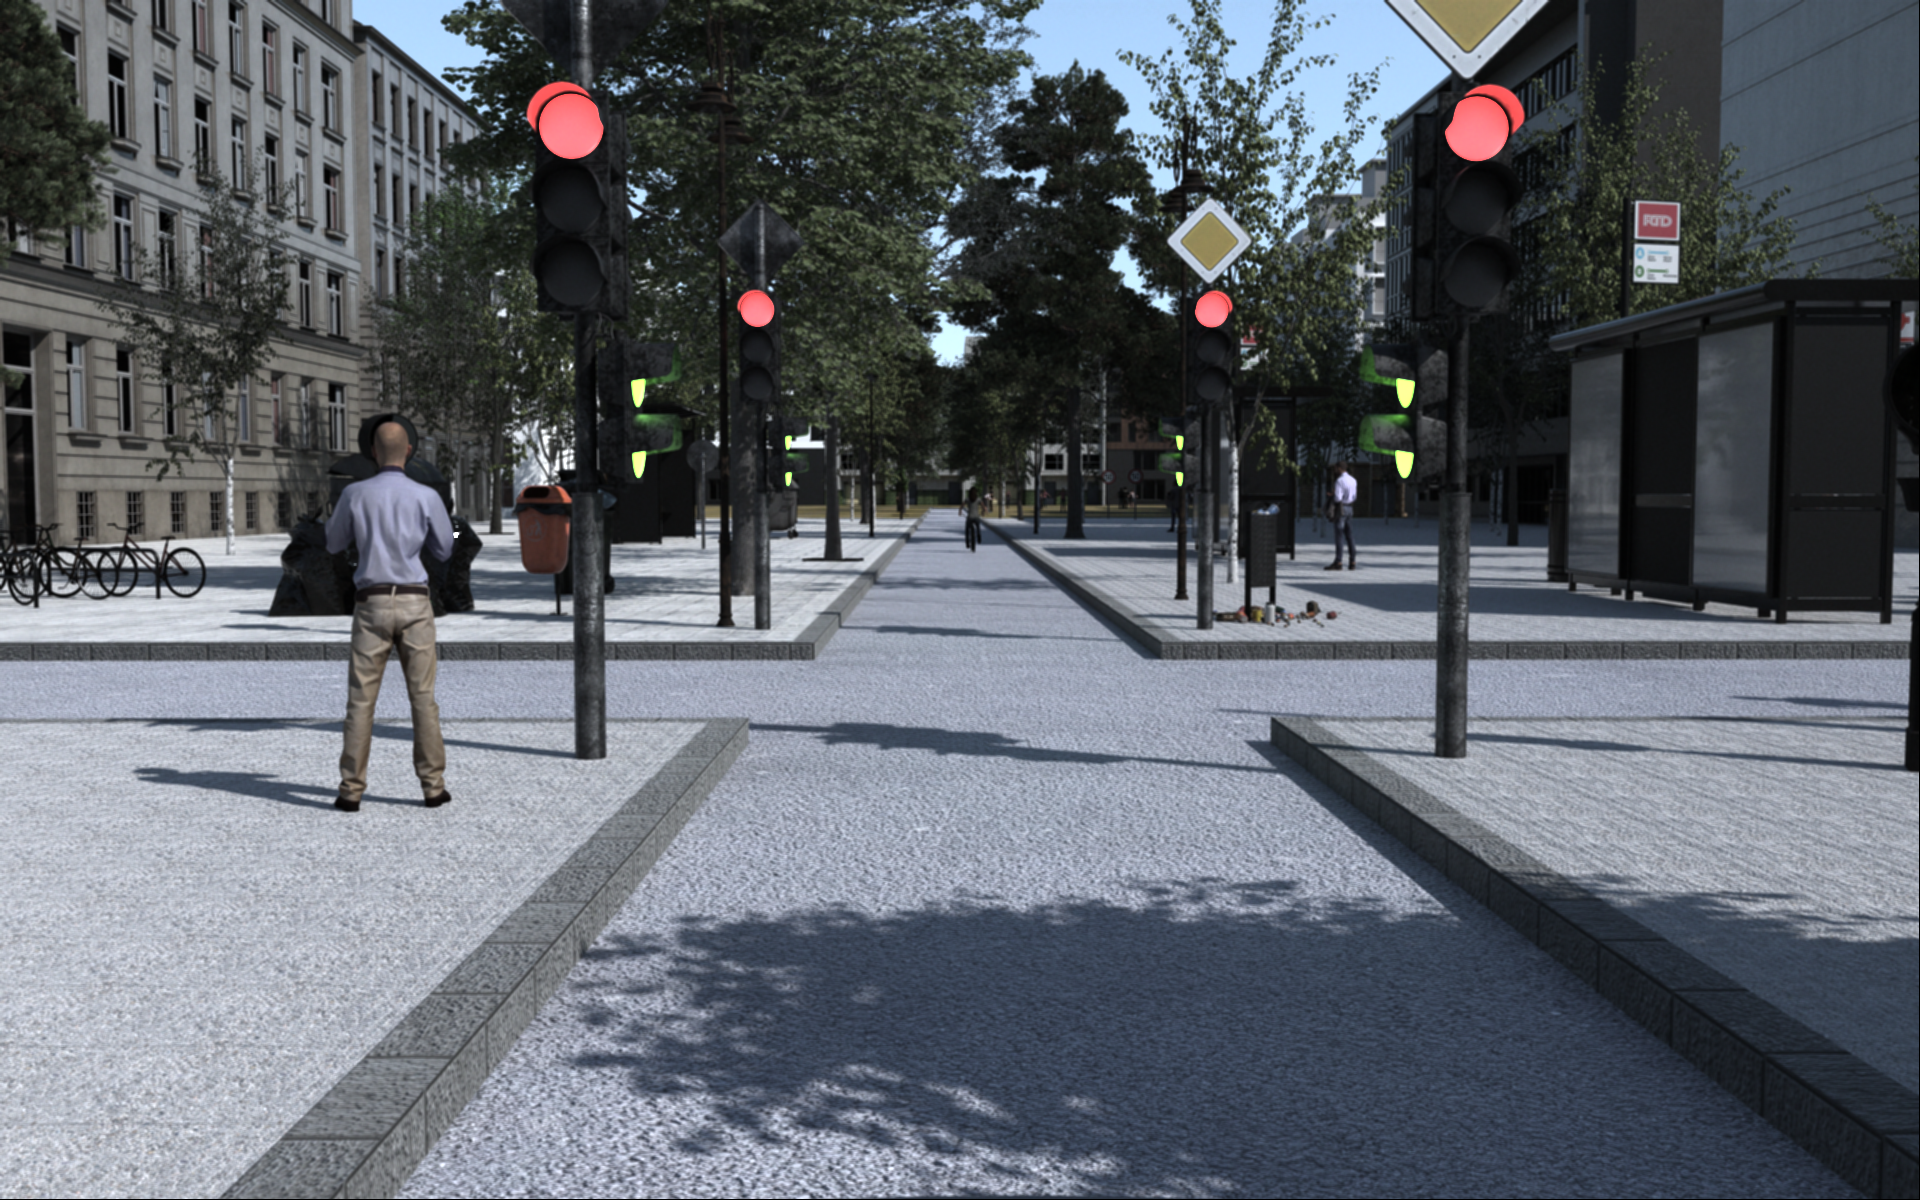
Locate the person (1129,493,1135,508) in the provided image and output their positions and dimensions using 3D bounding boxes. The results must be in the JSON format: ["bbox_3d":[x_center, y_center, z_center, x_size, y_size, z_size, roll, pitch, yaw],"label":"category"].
[{"bbox_3d":[16.337,-9.444,163.642,0.799,1.438,0.628,0,4,4],"label":"person"}]

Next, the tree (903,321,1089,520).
[{"bbox_3d":[2.837,-9.167,84.288,8.767,10.594,7.601,-2,4,-24],"label":"tree"}]

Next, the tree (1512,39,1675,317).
[{"bbox_3d":[11.071,-4.782,28.553,4.737,8.622,4.395,0,3,0],"label":"tree"}]

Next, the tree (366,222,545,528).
[{"bbox_3d":[-13.793,-5.855,46.093,4.360,8.622,3.978,0,3,0],"label":"tree"}]

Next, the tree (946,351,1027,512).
[{"bbox_3d":[1.836,-12.426,125.222,6.751,12.117,7.091,0,3,0],"label":"tree"}]

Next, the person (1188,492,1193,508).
[{"bbox_3d":[20.891,-9.142,156.430,0.541,1.710,0.530,1,4,10],"label":"person"}]

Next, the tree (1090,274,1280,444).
[{"bbox_3d":[9.705,-8.130,67.338,7.601,10.594,8.767,1,4,15],"label":"tree"}]

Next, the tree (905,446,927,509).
[{"bbox_3d":[-4.461,-12.097,148.150,4.360,8.622,3.978,0,3,0],"label":"tree"}]

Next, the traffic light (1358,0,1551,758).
[{"bbox_3d":[2.382,-1.169,8.362,0.839,4.213,0.868,0,4,-1],"label":"traffic light"}]

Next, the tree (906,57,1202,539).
[{"bbox_3d":[3.072,-8.700,49.674,7.806,13.903,7.818,0,3,0],"label":"tree"}]

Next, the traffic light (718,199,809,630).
[{"bbox_3d":[-1.852,-1.654,16.293,0.839,4.213,0.868,0,4,-1],"label":"traffic light"}]

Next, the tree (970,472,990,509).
[{"bbox_3d":[1.873,-9.589,151.379,1.663,3.219,1.824,0,3,0],"label":"tree"}]

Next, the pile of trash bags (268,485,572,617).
[{"bbox_3d":[-5.680,-0.539,18.564,3.447,1.369,1.912,1,4,17],"label":"pile of trash bags"}]

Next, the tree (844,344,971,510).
[{"bbox_3d":[-4.725,-13.972,135.093,9.857,13.997,8.962,0,3,0],"label":"tree"}]

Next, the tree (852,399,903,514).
[{"bbox_3d":[-3.954,-10.958,113.583,8.767,10.594,7.601,3,5,40],"label":"tree"}]

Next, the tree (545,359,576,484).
[{"bbox_3d":[-16.700,-6.833,62.074,4.360,8.622,3.978,0,3,0],"label":"tree"}]

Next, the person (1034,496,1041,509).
[{"bbox_3d":[6.382,-8.308,142.326,0.568,1.767,0.683,2,4,25],"label":"person"}]

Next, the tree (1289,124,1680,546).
[{"bbox_3d":[14.013,-6.642,43.015,8.767,10.594,7.601,3,5,44],"label":"tree"}]

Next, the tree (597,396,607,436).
[{"bbox_3d":[-19.995,-8.505,89.417,4.360,8.622,3.978,0,3,0],"label":"tree"}]

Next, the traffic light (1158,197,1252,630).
[{"bbox_3d":[2.309,-1.658,16.347,0.839,4.213,0.868,0,4,-1],"label":"traffic light"}]

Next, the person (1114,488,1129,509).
[{"bbox_3d":[13.688,-8.612,146.868,1.348,1.822,0.705,1,4,19],"label":"person"}]

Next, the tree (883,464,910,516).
[{"bbox_3d":[-3.474,-6.582,102.215,1.663,3.219,1.824,0,3,0],"label":"tree"}]

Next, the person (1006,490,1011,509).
[{"bbox_3d":[4.257,-8.861,152.389,0.415,1.643,0.593,1,4,8],"label":"person"}]

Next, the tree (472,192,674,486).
[{"bbox_3d":[-9.728,-5.553,41.158,4.737,8.622,4.395,0,3,0],"label":"tree"}]

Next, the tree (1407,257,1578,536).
[{"bbox_3d":[16.713,-6.268,52.850,4.360,8.622,3.978,0,3,0],"label":"tree"}]

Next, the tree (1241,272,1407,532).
[{"bbox_3d":[12.232,-6.611,58.446,4.360,8.622,3.978,0,3,0],"label":"tree"}]

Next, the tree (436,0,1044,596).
[{"bbox_3d":[-2.836,-6.353,22.007,7.486,12.596,7.792,0,3,0],"label":"tree"}]

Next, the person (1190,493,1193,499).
[{"bbox_3d":[18.762,-7.938,139.022,0.799,1.438,0.628,1,4,18],"label":"person"}]

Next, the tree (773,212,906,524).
[{"bbox_3d":[-4.280,-10.174,73.769,7.806,13.903,7.818,0,3,0],"label":"tree"}]

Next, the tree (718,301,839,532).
[{"bbox_3d":[-6.458,-6.629,58.742,4.360,8.622,3.978,0,3,0],"label":"tree"}]

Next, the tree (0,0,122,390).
[{"bbox_3d":[-17.399,-7.285,26.534,7.806,13.903,7.818,0,3,0],"label":"tree"}]

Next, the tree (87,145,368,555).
[{"bbox_3d":[-15.564,-5.259,36.343,4.360,8.622,3.978,0,3,0],"label":"tree"}]

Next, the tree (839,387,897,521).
[{"bbox_3d":[-5.096,-8.051,81.993,4.360,8.622,3.978,0,3,0],"label":"tree"}]

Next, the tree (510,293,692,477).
[{"bbox_3d":[-14.700,-8.291,69.969,8.767,10.594,7.601,2,4,23],"label":"tree"}]

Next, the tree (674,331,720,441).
[{"bbox_3d":[-12.588,-7.743,76.968,4.737,8.622,4.395,0,3,0],"label":"tree"}]

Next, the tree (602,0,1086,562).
[{"bbox_3d":[-2.502,-7.499,32.975,12.009,13.543,11.850,0,3,0],"label":"tree"}]

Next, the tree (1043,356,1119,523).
[{"bbox_3d":[5.196,-7.630,75.116,4.360,8.622,3.978,0,3,0],"label":"tree"}]

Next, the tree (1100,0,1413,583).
[{"bbox_3d":[4.157,-4.543,24.645,4.737,8.622,4.395,0,3,0],"label":"tree"}]

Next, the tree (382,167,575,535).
[{"bbox_3d":[-14.630,-7.885,54.680,9.928,11.665,9.643,0,3,0],"label":"tree"}]

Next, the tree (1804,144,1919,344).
[{"bbox_3d":[19.115,-5.016,32.369,4.737,8.622,4.395,0,3,0],"label":"tree"}]

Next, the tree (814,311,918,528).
[{"bbox_3d":[-3.415,-7.038,65.435,4.737,8.622,4.395,0,3,0],"label":"tree"}]

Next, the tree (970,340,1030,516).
[{"bbox_3d":[2.749,-7.081,66.140,4.737,8.622,4.395,0,3,0],"label":"tree"}]

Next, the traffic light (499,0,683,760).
[{"bbox_3d":[-1.779,-1.166,8.308,0.839,4.213,0.868,0,4,-1],"label":"traffic light"}]

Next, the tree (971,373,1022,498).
[{"bbox_3d":[2.345,-15.532,160.605,9.857,13.997,8.962,0,3,0],"label":"tree"}]
